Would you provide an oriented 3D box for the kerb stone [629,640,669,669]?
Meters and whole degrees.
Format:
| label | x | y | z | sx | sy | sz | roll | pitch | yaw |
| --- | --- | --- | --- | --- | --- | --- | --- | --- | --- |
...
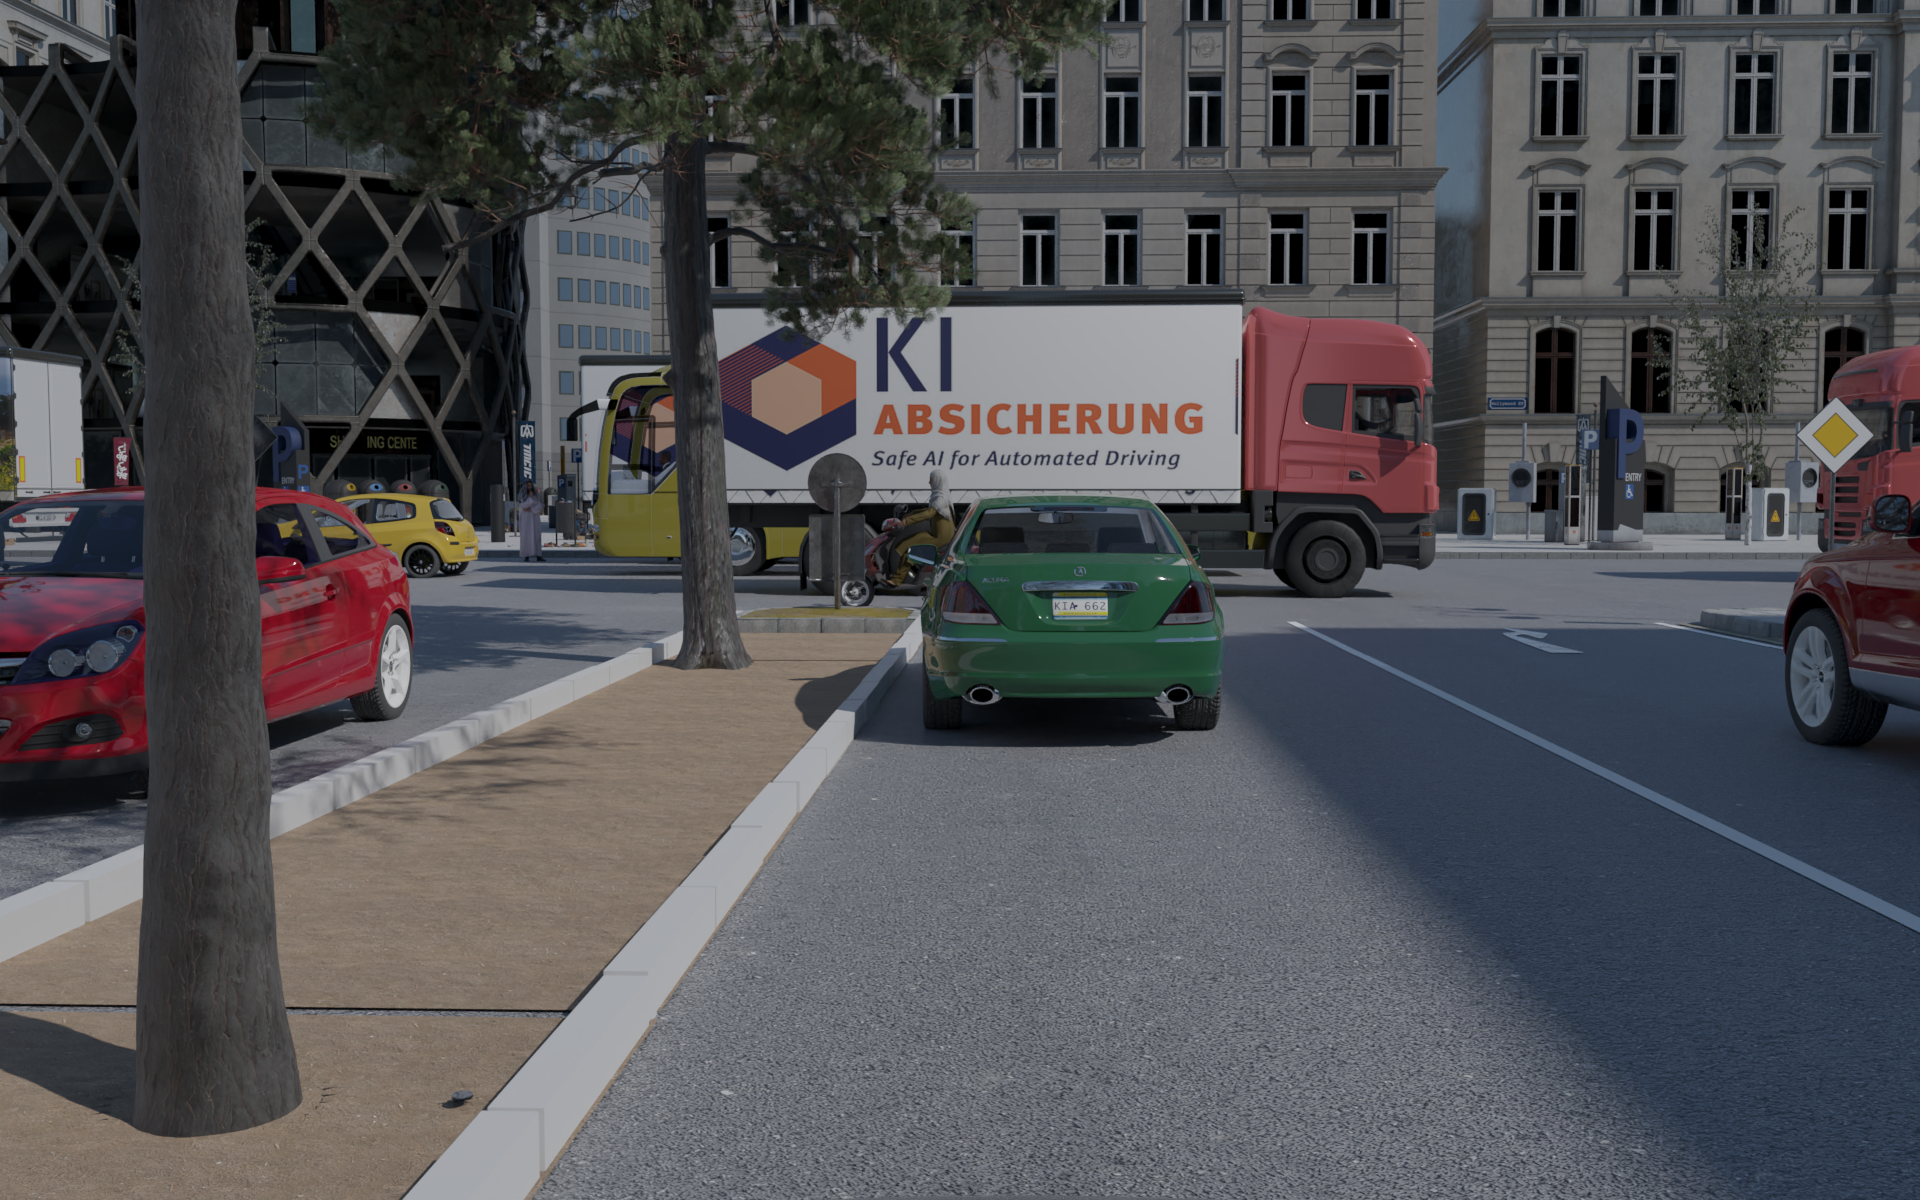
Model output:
| label | x | y | z | sx | sy | sz | roll | pitch | yaw |
| --- | --- | --- | --- | --- | --- | --- | --- | --- | --- |
| kerb stone | -2.619 | 0.473 | 14.470 | 0.120 | 0.150 | 1.000 | 0 | 4 | 2 |

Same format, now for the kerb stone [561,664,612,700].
| label | x | y | z | sx | sy | sz | roll | pitch | yaw |
| --- | --- | --- | --- | --- | --- | --- | --- | --- | --- |
| kerb stone | -2.696 | 0.598 | 12.421 | 0.120 | 0.150 | 1.000 | 0 | 4 | 2 |

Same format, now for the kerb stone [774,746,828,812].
| label | x | y | z | sx | sy | sz | roll | pitch | yaw |
| --- | --- | --- | --- | --- | --- | --- | --- | --- | --- |
| kerb stone | -0.756 | 0.854 | 8.238 | 0.120 | 0.150 | 1.000 | 0 | 4 | 2 |

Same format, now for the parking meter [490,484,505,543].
| label | x | y | z | sx | sy | sz | roll | pitch | yaw |
| --- | --- | --- | --- | --- | --- | --- | --- | --- | --- |
| parking meter | -12.274 | -2.298 | 45.987 | 0.372 | 1.533 | 0.369 | 0 | 3 | 0 |

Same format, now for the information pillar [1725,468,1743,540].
| label | x | y | z | sx | sy | sz | roll | pitch | yaw |
| --- | --- | --- | --- | --- | --- | --- | --- | --- | --- |
| information pillar | 21.698 | -2.695 | 48.560 | 0.304 | 2.012 | 0.304 | -1 | 4 | -15 |

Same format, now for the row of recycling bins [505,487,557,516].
| label | x | y | z | sx | sy | sz | roll | pitch | yaw |
| --- | --- | --- | --- | --- | --- | --- | --- | --- | --- |
| row of recycling bins | -25.725 | -5.877 | 103.203 | 3.534 | 1.692 | 1.069 | -2 | 4 | -32 |

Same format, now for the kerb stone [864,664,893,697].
| label | x | y | z | sx | sy | sz | roll | pitch | yaw |
| --- | --- | --- | --- | --- | --- | --- | --- | --- | --- |
| kerb stone | -0.596 | 0.602 | 12.354 | 0.120 | 0.150 | 1.000 | 0 | 4 | 2 |

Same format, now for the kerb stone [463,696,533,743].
| label | x | y | z | sx | sy | sz | roll | pitch | yaw |
| --- | --- | --- | --- | --- | --- | --- | --- | --- | --- |
| kerb stone | -2.778 | 0.723 | 10.372 | 0.120 | 0.150 | 1.000 | 0 | 4 | 2 |

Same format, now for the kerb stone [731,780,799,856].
| label | x | y | z | sx | sy | sz | roll | pitch | yaw |
| --- | --- | --- | --- | --- | --- | --- | --- | --- | --- |
| kerb stone | -0.808 | 0.919 | 7.215 | 0.120 | 0.150 | 1.000 | 0 | 4 | 2 |

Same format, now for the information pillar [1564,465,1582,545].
| label | x | y | z | sx | sy | sz | roll | pitch | yaw |
| --- | --- | --- | --- | --- | --- | --- | --- | --- | --- |
| information pillar | 15.355 | -2.381 | 43.417 | 0.304 | 2.012 | 0.304 | 0 | 4 | -2 |

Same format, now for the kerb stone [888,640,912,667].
| label | x | y | z | sx | sy | sz | roll | pitch | yaw |
| --- | --- | --- | --- | --- | --- | --- | --- | --- | --- |
| kerb stone | -0.515 | 0.476 | 14.418 | 0.120 | 0.150 | 1.000 | 0 | 4 | 2 |

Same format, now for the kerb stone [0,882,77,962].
| label | x | y | z | sx | sy | sz | roll | pitch | yaw |
| --- | --- | --- | --- | --- | --- | --- | --- | --- | --- |
| kerb stone | -2.975 | 1.038 | 5.232 | 0.120 | 0.150 | 1.000 | 0 | 4 | 2 |

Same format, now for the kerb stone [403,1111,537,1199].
| label | x | y | z | sx | sy | sz | roll | pitch | yaw |
| --- | --- | --- | --- | --- | --- | --- | --- | --- | --- |
| kerb stone | -0.955 | 1.168 | 3.106 | 0.120 | 0.150 | 1.000 | 0 | 4 | 2 |

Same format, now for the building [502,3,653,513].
| label | x | y | z | sx | sy | sz | roll | pitch | yaw |
| --- | --- | --- | --- | --- | --- | --- | --- | --- | --- |
| building | -30.453 | -35.512 | 122.615 | 21.231 | 58.520 | 28.212 | 0 | 4 | 2 |

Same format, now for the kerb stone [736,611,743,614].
| label | x | y | z | sx | sy | sz | roll | pitch | yaw |
| --- | --- | --- | --- | --- | --- | --- | --- | --- | --- |
| kerb stone | -2.455 | 0.224 | 18.578 | 0.120 | 0.150 | 1.000 | 0 | 4 | 2 |

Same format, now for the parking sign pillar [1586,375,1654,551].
| label | x | y | z | sx | sy | sz | roll | pitch | yaw |
| --- | --- | --- | --- | --- | --- | --- | --- | --- | --- |
| parking sign pillar | 15.206 | -3.139 | 39.793 | 1.447 | 3.967 | 1.447 | -3 | 5 | -40 |

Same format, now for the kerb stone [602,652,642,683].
| label | x | y | z | sx | sy | sz | roll | pitch | yaw |
| --- | --- | --- | --- | --- | --- | --- | --- | --- | --- |
| kerb stone | -2.656 | 0.542 | 13.445 | 0.120 | 0.150 | 1.000 | 0 | 4 | 2 |

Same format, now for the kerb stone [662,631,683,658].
| label | x | y | z | sx | sy | sz | roll | pitch | yaw |
| --- | --- | --- | --- | --- | --- | --- | --- | --- | --- |
| kerb stone | -2.569 | 0.412 | 15.496 | 0.120 | 0.150 | 1.000 | 0 | 4 | 2 |

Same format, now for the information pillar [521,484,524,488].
| label | x | y | z | sx | sy | sz | roll | pitch | yaw |
| --- | --- | --- | --- | --- | --- | --- | --- | --- | --- |
| information pillar | -19.239 | -4.360 | 75.782 | 0.304 | 2.012 | 0.304 | -1 | 4 | -16 |

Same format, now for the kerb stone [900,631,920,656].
| label | x | y | z | sx | sy | sz | roll | pitch | yaw |
| --- | --- | --- | --- | --- | --- | --- | --- | --- | --- |
| kerb stone | -0.468 | 0.415 | 15.441 | 0.120 | 0.150 | 1.000 | 0 | 4 | 2 |

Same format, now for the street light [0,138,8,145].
| label | x | y | z | sx | sy | sz | roll | pitch | yaw |
| --- | --- | --- | --- | --- | --- | --- | --- | --- | --- |
| street light | -9.804 | -2.686 | 16.706 | 0.468 | 5.910 | 1.993 | 0 | 4 | 2 |

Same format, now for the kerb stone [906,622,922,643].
| label | x | y | z | sx | sy | sz | roll | pitch | yaw |
| --- | --- | --- | --- | --- | --- | --- | --- | --- | --- |
| kerb stone | -0.440 | 0.350 | 16.471 | 0.120 | 0.150 | 1.000 | 0 | 4 | 2 |

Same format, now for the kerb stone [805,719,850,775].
| label | x | y | z | sx | sy | sz | roll | pitch | yaw |
| --- | --- | --- | --- | --- | --- | --- | --- | --- | --- |
| kerb stone | -0.714 | 0.792 | 9.262 | 0.120 | 0.150 | 1.000 | 0 | 4 | 2 |

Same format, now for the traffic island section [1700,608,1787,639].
| label | x | y | z | sx | sy | sz | roll | pitch | yaw |
| --- | --- | --- | --- | --- | --- | --- | --- | --- | --- |
| traffic island section | 9.045 | 0.261 | 18.006 | 2.009 | 0.180 | 2.903 | 0 | 4 | 2 |

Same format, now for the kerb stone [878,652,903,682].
| label | x | y | z | sx | sy | sz | roll | pitch | yaw |
| --- | --- | --- | --- | --- | --- | --- | --- | --- | --- |
| kerb stone | -0.553 | 0.542 | 13.389 | 0.120 | 0.150 | 1.000 | 0 | 4 | 2 |

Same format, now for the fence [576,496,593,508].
| label | x | y | z | sx | sy | sz | roll | pitch | yaw |
| --- | --- | --- | --- | --- | --- | --- | --- | --- | --- |
| fence | -19.462 | -4.616 | 86.672 | 2.264 | 1.192 | 0.480 | -1 | 4 | -9 |

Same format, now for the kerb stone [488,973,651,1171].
| label | x | y | z | sx | sy | sz | roll | pitch | yaw |
| --- | --- | --- | --- | --- | --- | --- | --- | --- | --- |
| kerb stone | -0.912 | 1.110 | 4.136 | 0.120 | 0.150 | 1.000 | 0 | 4 | 2 |

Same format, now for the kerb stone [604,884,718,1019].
| label | x | y | z | sx | sy | sz | roll | pitch | yaw |
| --- | --- | --- | --- | --- | --- | --- | --- | --- | --- |
| kerb stone | -0.879 | 1.042 | 5.160 | 0.120 | 0.150 | 1.000 | 0 | 4 | 2 |

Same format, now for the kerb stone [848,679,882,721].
| label | x | y | z | sx | sy | sz | roll | pitch | yaw |
| --- | --- | --- | --- | --- | --- | --- | --- | --- | --- |
| kerb stone | -0.630 | 0.665 | 11.327 | 0.120 | 0.150 | 1.000 | 0 | 4 | 2 |

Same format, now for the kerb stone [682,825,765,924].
| label | x | y | z | sx | sy | sz | roll | pitch | yaw |
| --- | --- | --- | --- | --- | --- | --- | --- | --- | --- |
| kerb stone | -0.840 | 0.984 | 6.187 | 0.120 | 0.150 | 1.000 | 0 | 4 | 2 |

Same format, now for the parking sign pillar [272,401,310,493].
| label | x | y | z | sx | sy | sz | roll | pitch | yaw |
| --- | --- | --- | --- | --- | --- | --- | --- | --- | --- |
| parking sign pillar | -19.228 | -3.751 | 49.809 | 1.447 | 3.967 | 1.447 | 3 | 5 | 40 |

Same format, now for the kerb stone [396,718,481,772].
| label | x | y | z | sx | sy | sz | roll | pitch | yaw |
| --- | --- | --- | --- | --- | --- | --- | --- | --- | --- |
| kerb stone | -2.813 | 0.788 | 9.337 | 0.120 | 0.150 | 1.000 | 0 | 4 | 2 |

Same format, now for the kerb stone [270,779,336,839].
| label | x | y | z | sx | sy | sz | roll | pitch | yaw |
| --- | --- | --- | --- | --- | --- | --- | --- | --- | --- |
| kerb stone | -2.895 | 0.920 | 7.283 | 0.120 | 0.150 | 1.000 | 0 | 4 | 2 |

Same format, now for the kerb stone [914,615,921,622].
| label | x | y | z | sx | sy | sz | roll | pitch | yaw |
| --- | --- | --- | --- | --- | --- | --- | --- | --- | --- |
| kerb stone | -0.401 | 0.289 | 17.495 | 0.120 | 0.150 | 1.000 | 0 | 4 | 2 |

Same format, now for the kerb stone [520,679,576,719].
| label | x | y | z | sx | sy | sz | roll | pitch | yaw |
| --- | --- | --- | --- | --- | --- | --- | --- | --- | --- |
| kerb stone | -2.735 | 0.663 | 11.395 | 0.120 | 0.150 | 1.000 | 0 | 4 | 2 |

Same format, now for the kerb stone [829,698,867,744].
| label | x | y | z | sx | sy | sz | roll | pitch | yaw |
| --- | --- | --- | --- | --- | --- | --- | --- | --- | --- |
| kerb stone | -0.675 | 0.729 | 10.290 | 0.120 | 0.150 | 1.000 | 0 | 4 | 2 |

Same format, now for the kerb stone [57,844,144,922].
| label | x | y | z | sx | sy | sz | roll | pitch | yaw |
| --- | --- | --- | --- | --- | --- | --- | --- | --- | --- |
| kerb stone | -2.934 | 0.975 | 6.259 | 0.120 | 0.150 | 1.000 | 0 | 4 | 2 |

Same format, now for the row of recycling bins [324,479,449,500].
| label | x | y | z | sx | sy | sz | roll | pitch | yaw |
| --- | --- | --- | --- | --- | --- | --- | --- | --- | --- |
| row of recycling bins | -16.516 | -2.618 | 49.922 | 3.534 | 1.692 | 1.069 | -3 | 4 | -38 |

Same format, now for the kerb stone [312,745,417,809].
| label | x | y | z | sx | sy | sz | roll | pitch | yaw |
| --- | --- | --- | --- | --- | --- | --- | --- | --- | --- |
| kerb stone | -2.853 | 0.854 | 8.306 | 0.120 | 0.150 | 1.000 | 0 | 4 | 2 |
